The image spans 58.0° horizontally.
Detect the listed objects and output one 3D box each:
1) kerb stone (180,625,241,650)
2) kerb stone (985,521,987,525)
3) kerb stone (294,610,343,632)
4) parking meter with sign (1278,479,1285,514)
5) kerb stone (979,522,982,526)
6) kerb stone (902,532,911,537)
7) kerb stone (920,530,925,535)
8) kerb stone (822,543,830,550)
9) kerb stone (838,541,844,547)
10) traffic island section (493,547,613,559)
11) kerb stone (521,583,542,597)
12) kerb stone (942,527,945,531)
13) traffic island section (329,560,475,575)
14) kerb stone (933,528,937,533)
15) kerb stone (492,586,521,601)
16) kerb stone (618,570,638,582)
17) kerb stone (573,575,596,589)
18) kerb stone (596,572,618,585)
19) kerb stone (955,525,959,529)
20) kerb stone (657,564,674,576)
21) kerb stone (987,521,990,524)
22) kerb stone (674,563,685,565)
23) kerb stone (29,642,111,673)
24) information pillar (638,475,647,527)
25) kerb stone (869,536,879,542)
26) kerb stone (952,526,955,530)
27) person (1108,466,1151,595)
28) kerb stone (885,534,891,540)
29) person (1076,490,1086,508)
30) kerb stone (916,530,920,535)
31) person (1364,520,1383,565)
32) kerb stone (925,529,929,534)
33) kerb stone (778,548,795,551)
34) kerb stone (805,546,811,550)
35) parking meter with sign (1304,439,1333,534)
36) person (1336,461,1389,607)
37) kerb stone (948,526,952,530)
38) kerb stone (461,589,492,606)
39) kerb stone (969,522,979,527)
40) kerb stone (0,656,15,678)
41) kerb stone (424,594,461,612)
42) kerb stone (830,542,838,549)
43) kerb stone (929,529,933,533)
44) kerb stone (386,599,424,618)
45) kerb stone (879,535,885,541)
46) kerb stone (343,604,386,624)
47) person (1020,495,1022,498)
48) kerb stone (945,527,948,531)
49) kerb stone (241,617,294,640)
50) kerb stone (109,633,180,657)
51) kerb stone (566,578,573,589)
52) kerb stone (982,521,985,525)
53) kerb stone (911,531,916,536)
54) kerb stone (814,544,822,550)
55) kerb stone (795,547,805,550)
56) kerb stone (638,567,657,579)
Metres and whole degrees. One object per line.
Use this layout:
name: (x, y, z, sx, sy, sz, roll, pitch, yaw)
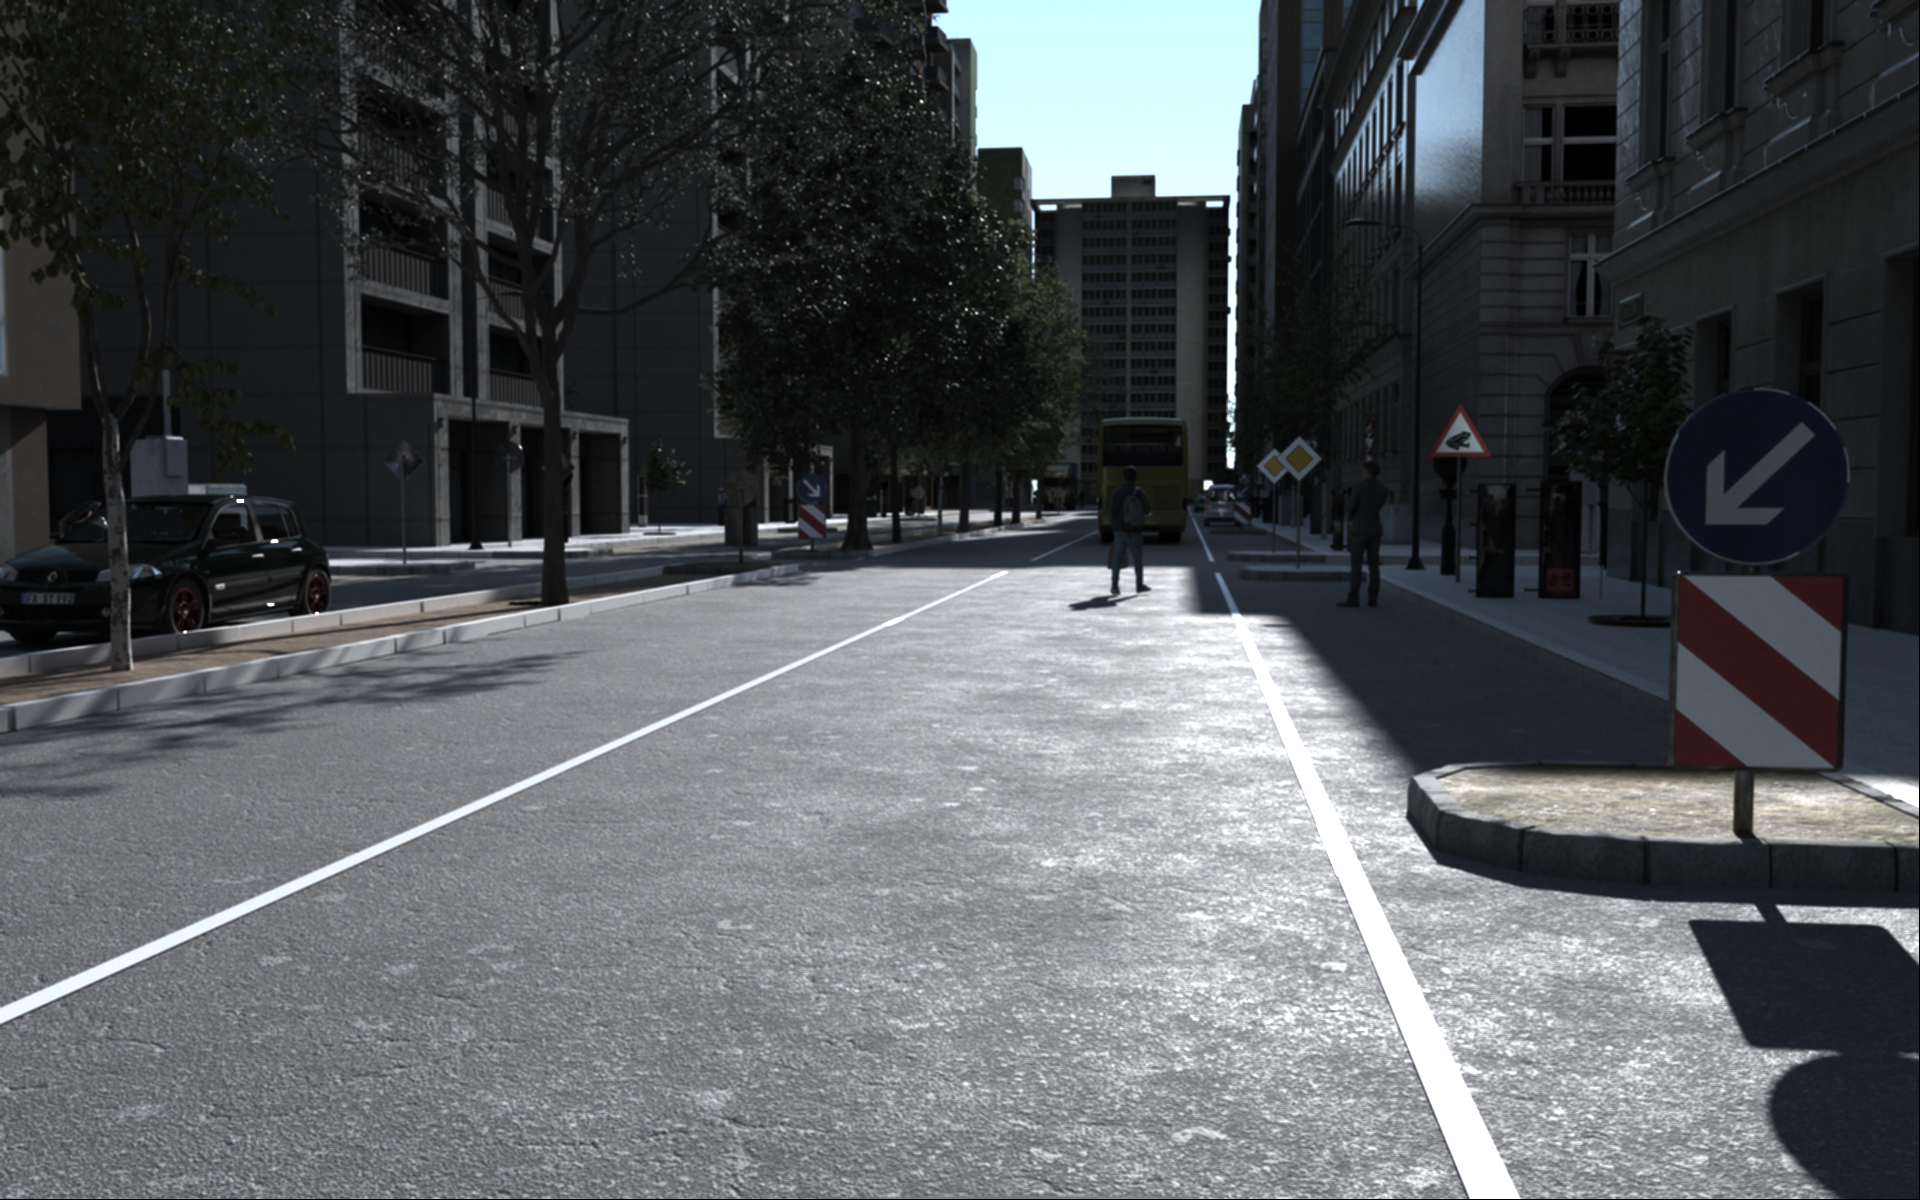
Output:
kerb stone: (-7.125, 0.361, 16.322, 0.120, 0.150, 1.000, 0, 4, 7)
kerb stone: (1.029, -3.526, 79.913, 0.120, 0.150, 1.000, 0, 4, 7)
kerb stone: (-6.869, 0.236, 18.362, 0.120, 0.150, 1.000, 0, 4, 7)
parking meter with sign: (15.159, -5.232, 81.802, 0.543, 3.016, 1.738, 1, 4, 13)
kerb stone: (0.758, -3.405, 77.886, 0.120, 0.150, 1.000, 0, 4, 7)
kerb stone: (-1.836, -2.162, 57.539, 0.120, 0.150, 1.000, 0, 4, 7)
kerb stone: (-1.444, -2.348, 60.584, 0.120, 0.150, 1.000, 0, 4, 7)
kerb stone: (-3.542, -1.347, 44.305, 0.120, 0.150, 1.000, 0, 4, 7)
kerb stone: (-3.281, -1.477, 46.338, 0.120, 0.150, 1.000, 0, 4, 7)
traffic island section: (-9.246, -1.075, 39.854, 2.009, 0.180, 2.903, 0, 4, 7)
kerb stone: (-6.089, -0.137, 24.461, 0.120, 0.150, 1.000, 0, 4, 7)
kerb stone: (-0.803, -2.660, 65.681, 0.120, 0.150, 1.000, 0, 4, 7)
traffic island section: (-10.262, -0.590, 31.934, 2.009, 0.180, 2.903, 0, 4, 7)
kerb stone: (-1.062, -2.530, 63.649, 0.120, 0.150, 1.000, 0, 4, 7)
kerb stone: (-6.218, -0.076, 23.443, 0.120, 0.150, 1.000, 0, 4, 7)
kerb stone: (-5.557, -0.388, 28.533, 0.120, 0.150, 1.000, 0, 4, 7)
kerb stone: (-5.828, -0.263, 26.498, 0.120, 0.150, 1.000, 0, 4, 7)
kerb stone: (-5.689, -0.326, 27.520, 0.120, 0.150, 1.000, 0, 4, 7)
kerb stone: (-0.275, -2.907, 69.756, 0.120, 0.150, 1.000, 0, 4, 7)
kerb stone: (-5.304, -0.512, 30.564, 0.120, 0.150, 1.000, 0, 4, 7)
kerb stone: (1.159, -3.593, 80.934, 0.120, 0.150, 1.000, 0, 4, 7)
kerb stone: (-5.172, -0.575, 31.591, 0.120, 0.150, 1.000, 0, 4, 7)
kerb stone: (-7.385, 0.484, 14.280, 0.120, 0.150, 1.000, 0, 4, 7)
information pillar: (-12.312, -3.834, 67.178, 0.304, 2.012, 0.304, 0, 4, 3)
kerb stone: (-2.626, -1.786, 51.424, 0.120, 0.150, 1.000, 0, 4, 7)
kerb stone: (-0.408, -2.838, 68.739, 0.120, 0.150, 1.000, 0, 4, 7)
person: (2.354, -0.984, 24.577, 0.794, 1.824, 0.713, 3, 5, 41)
kerb stone: (-2.363, -1.908, 53.469, 0.120, 0.150, 1.000, 0, 4, 7)
person: (12.370, -10.215, 175.531, 1.348, 1.822, 0.705, 2, 4, 30)
kerb stone: (-1.589, -2.286, 59.568, 0.120, 0.150, 1.000, 0, 4, 7)
person: (8.139, -1.578, 34.315, 0.388, 1.821, 0.555, 3, 4, 38)
kerb stone: (-1.314, -2.407, 61.605, 0.120, 0.150, 1.000, 0, 4, 7)
kerb stone: (-4.052, -1.102, 40.238, 0.120, 0.150, 1.000, 0, 4, 7)
kerb stone: (-3.801, -1.221, 42.277, 0.120, 0.150, 1.000, 0, 4, 7)
parking meter with sign: (11.668, -3.633, 55.658, 0.543, 3.016, 1.738, 3, 4, 37)
person: (5.125, -0.845, 22.128, 0.655, 1.846, 0.447, -2, 4, -24)
kerb stone: (-0.539, -2.784, 67.720, 0.120, 0.150, 1.000, 0, 4, 7)
kerb stone: (-6.346, -0.012, 22.429, 0.120, 0.150, 1.000, 0, 4, 7)
kerb stone: (0.635, -3.344, 76.871, 0.120, 0.150, 1.000, 0, 4, 7)
kerb stone: (-7.519, 0.548, 13.267, 0.120, 0.150, 1.000, 0, 4, 7)
kerb stone: (-6.472, 0.048, 21.411, 0.120, 0.150, 1.000, 0, 4, 7)
kerb stone: (-3.410, -1.414, 45.319, 0.120, 0.150, 1.000, 0, 4, 7)
kerb stone: (-1.192, -2.464, 62.621, 0.120, 0.150, 1.000, 0, 4, 7)
kerb stone: (-6.613, 0.111, 20.399, 0.120, 0.150, 1.000, 0, 4, 7)
kerb stone: (-2.487, -1.847, 52.445, 0.120, 0.150, 1.000, 0, 4, 7)
kerb stone: (-6.735, 0.172, 19.384, 0.120, 0.150, 1.000, 0, 4, 7)
person: (4.990, -8.254, 144.930, 0.593, 1.643, 0.415, 3, 5, 41)
kerb stone: (-0.670, -2.720, 66.704, 0.120, 0.150, 1.000, 0, 4, 7)
kerb stone: (-7.003, 0.304, 17.342, 0.120, 0.150, 1.000, 0, 4, 7)
kerb stone: (-7.257, 0.422, 15.303, 0.120, 0.150, 1.000, 0, 4, 7)
kerb stone: (-5.960, -0.200, 25.475, 0.120, 0.150, 1.000, 0, 4, 7)
kerb stone: (0.898, -3.466, 78.899, 0.120, 0.150, 1.000, 0, 4, 7)
kerb stone: (-1.710, -2.224, 58.553, 0.120, 0.150, 1.000, 0, 4, 7)
kerb stone: (-3.670, -1.288, 43.291, 0.120, 0.150, 1.000, 0, 4, 7)
kerb stone: (-3.931, -1.166, 41.253, 0.120, 0.150, 1.000, 0, 4, 7)
kerb stone: (-5.427, -0.445, 29.547, 0.120, 0.150, 1.000, 0, 4, 7)
